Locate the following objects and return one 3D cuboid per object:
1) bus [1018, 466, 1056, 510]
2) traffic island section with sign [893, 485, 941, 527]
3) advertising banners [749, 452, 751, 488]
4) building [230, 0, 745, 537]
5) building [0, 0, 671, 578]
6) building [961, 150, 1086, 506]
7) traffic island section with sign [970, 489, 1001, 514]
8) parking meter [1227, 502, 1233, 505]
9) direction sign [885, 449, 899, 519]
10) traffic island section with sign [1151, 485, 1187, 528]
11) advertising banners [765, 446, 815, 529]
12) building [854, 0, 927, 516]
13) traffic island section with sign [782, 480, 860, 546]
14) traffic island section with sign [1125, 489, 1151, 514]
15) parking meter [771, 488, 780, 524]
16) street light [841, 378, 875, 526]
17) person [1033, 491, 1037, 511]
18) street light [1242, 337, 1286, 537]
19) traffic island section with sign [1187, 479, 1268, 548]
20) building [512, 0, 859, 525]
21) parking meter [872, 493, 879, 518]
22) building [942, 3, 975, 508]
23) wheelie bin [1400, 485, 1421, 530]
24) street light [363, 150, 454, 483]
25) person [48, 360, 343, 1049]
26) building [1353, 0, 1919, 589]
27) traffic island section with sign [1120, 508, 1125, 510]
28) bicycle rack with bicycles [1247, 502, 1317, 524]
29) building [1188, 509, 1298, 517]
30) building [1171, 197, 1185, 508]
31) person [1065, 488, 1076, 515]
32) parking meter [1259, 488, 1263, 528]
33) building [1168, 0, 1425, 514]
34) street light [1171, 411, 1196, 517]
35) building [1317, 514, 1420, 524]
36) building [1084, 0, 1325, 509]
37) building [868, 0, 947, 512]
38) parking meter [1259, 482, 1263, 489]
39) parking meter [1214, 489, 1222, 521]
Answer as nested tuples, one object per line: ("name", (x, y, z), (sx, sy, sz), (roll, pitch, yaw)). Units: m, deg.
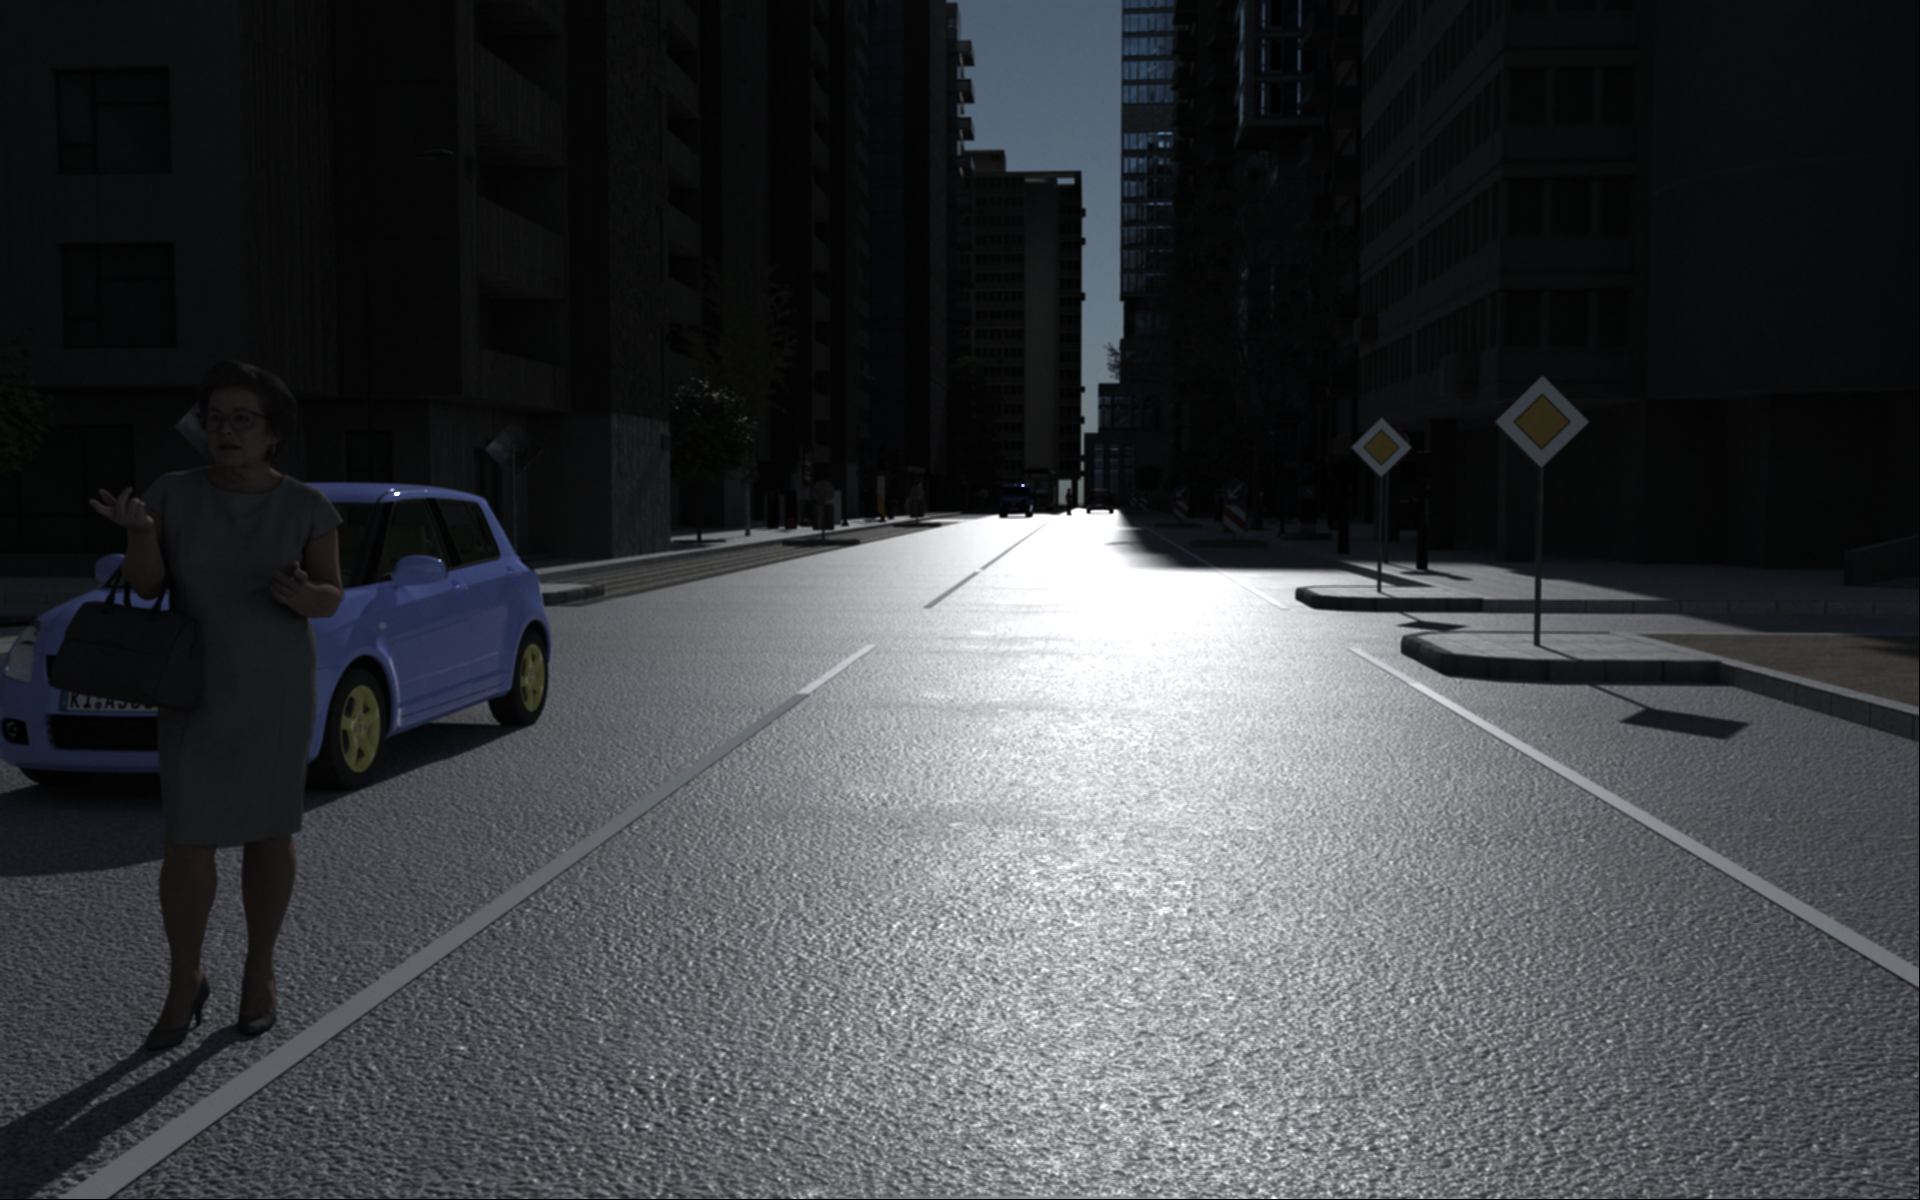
("bus", (7.009, -9.962, 154.424), (2.896, 3.916, 12.252), (0, 4, 6))
("traffic island section with sign", (-1.848, -4.110, 75.821), (1.989, 1.847, 2.006), (0, 4, 4))
("advertising banners", (-8.968, -4.635, 71.967), (0.090, 3.025, 2.074), (1, 4, 10))
("building", (-16.033, -17.805, 62.812), (14.160, 30.474, 14.107), (0, 4, 4))
("building", (-14.002, -15.899, 31.654), (14.160, 30.474, 14.107), (0, 4, 4))
("building", (2.296, -30.979, 198.385), (23.993, 40.220, 32.217), (0, 4, 4))
("traffic island section with sign", (1.798, -7.116, 124.969), (1.989, 1.847, 2.006), (0, 4, 4))
("parking meter", (10.220, -3.473, 65.200), (0.372, 1.533, 0.369), (0, 3, 0))
("direction sign", (-3.494, -5.855, 87.731), (0.876, 3.537, 0.379), (1, 4, 23))
("traffic island section with sign", (9.365, -4.037, 74.637), (1.989, 1.847, 2.006), (0, 4, 4))
("advertising banners", (-6.277, -4.146, 63.973), (2.074, 3.025, 0.090), (1, 4, 23))
("building", (-18.815, -25.652, 111.293), (32.217, 40.220, 23.993), (0, 4, 4))
("traffic island section with sign", (-3.854, -2.452, 48.717), (1.989, 1.847, 2.006), (0, 4, 4))
("traffic island section with sign", (13.099, -7.127, 125.154), (1.989, 1.847, 2.006), (0, 4, 4))
("parking meter", (-7.937, -4.033, 74.344), (0.372, 1.533, 0.369), (0, 3, 0))
("street light", (-4.076, -5.920, 69.338), (1.470, 5.913, 1.316), (0, 4, 4))
("person", (6.425, -8.403, 146.709), (0.721, 1.723, 1.217), (0, 4, 7))
("street light", (9.033, -4.818, 51.322), (1.470, 5.913, 1.316), (0, 4, 4))
("traffic island section with sign", (7.344, -2.371, 47.390), (1.989, 1.847, 2.006), (0, 4, 4))
("building", (-13.028, -19.291, 87.116), (14.160, 30.474, 14.107), (0, 4, 4))
("parking meter", (-4.613, -5.425, 94.415), (0.255, 1.863, 0.399), (1, 4, 16))
("building", (-14.146, -33.165, 161.849), (30.456, 49.044, 23.786), (0, 4, 4))
("wheelie bin", (15.855, -3.265, 61.291), (0.693, 1.594, 0.980), (-3, 5, -39))
("street light", (-7.527, -3.122, 23.591), (1.470, 5.913, 1.316), (0, 4, 4))
("person", (-1.983, 0.266, 4.513), (0.716, 1.782, 0.532), (-1, 4, -17))
("building", (21.814, -21.060, 36.211), (23.993, 40.220, 32.217), (0, 4, 4))
("traffic island section with sign", (15.138, -8.798, 152.467), (1.989, 1.847, 2.006), (0, 4, 4))
("bicycle rack with bicycles", (14.345, -3.806, 75.611), (2.852, 0.926, 2.925), (-3, 4, -38))
("building", (26.497, -48.800, 110.549), (22.319, 86.520, 31.000), (0, 4, 4))
("building", (27.091, -24.024, 164.497), (14.160, 30.474, 14.107), (0, 4, 4))
("person", (7.502, -6.732, 118.502), (0.705, 1.831, 1.348), (-2, 4, -24))
("parking meter", (11.173, -3.457, 64.926), (0.372, 1.533, 0.369), (0, 3, 0))
("building", (28.639, -29.836, 142.440), (22.147, 44.769, 28.867), (0, 4, 4))
("street light", (12.521, -7.616, 97.066), (1.470, 5.913, 1.316), (0, 4, 4))
("building", (27.717, -26.094, 81.263), (22.147, 44.769, 28.867), (0, 4, 4))
("building", (29.356, -53.664, 190.076), (31.000, 86.520, 22.319), (0, 4, 4))
("building", (-8.468, -29.320, 129.485), (14.600, 45.320, 14.200), (0, 4, 4))
("parking meter", (14.138, -4.642, 81.605), (0.255, 1.863, 0.399), (0, 4, 2))
("parking meter", (12.098, -4.448, 81.129), (0.372, 1.533, 0.369), (0, 3, 0))
